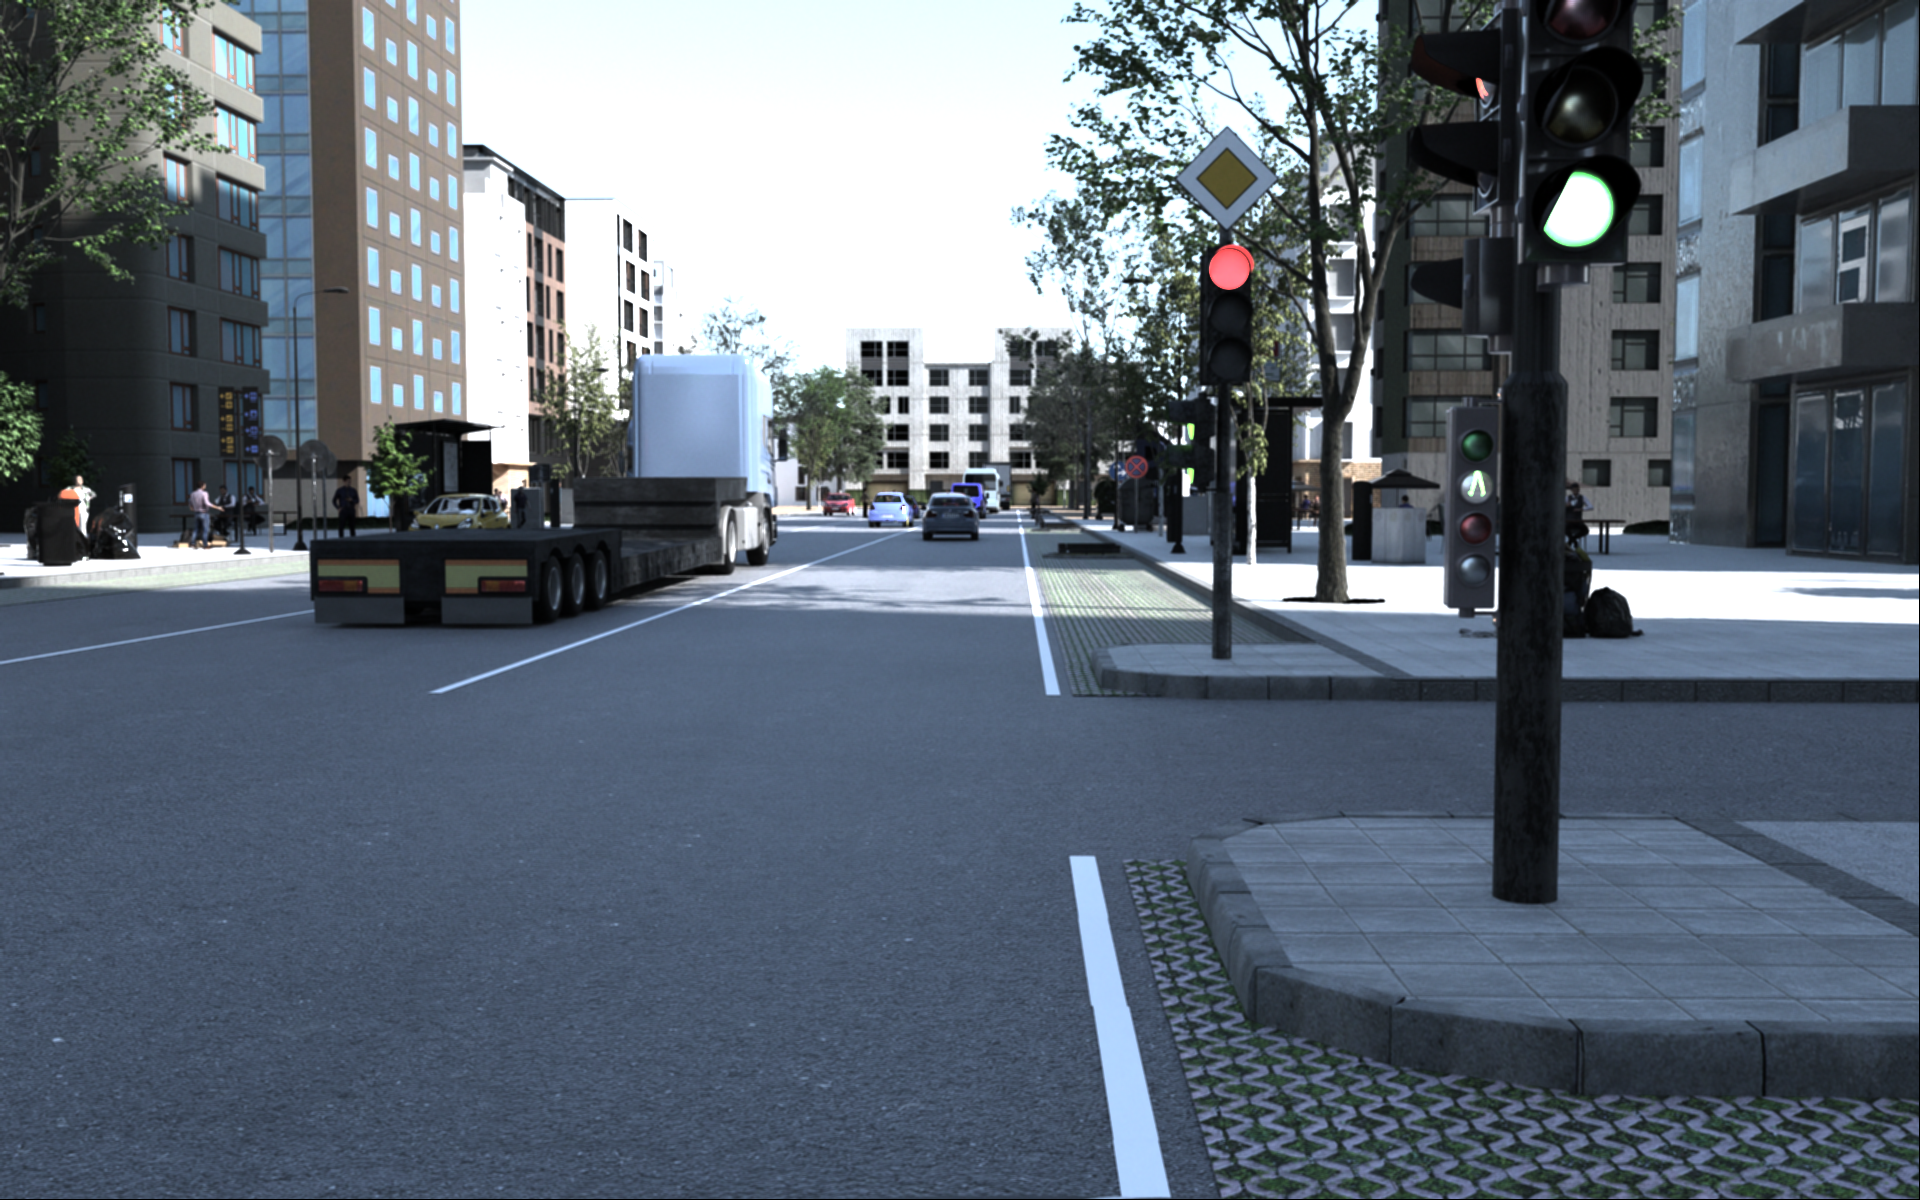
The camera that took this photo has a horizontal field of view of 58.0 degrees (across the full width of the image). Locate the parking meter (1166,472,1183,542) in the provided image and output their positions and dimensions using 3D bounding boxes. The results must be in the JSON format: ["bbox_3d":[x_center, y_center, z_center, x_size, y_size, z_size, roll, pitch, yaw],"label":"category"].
[{"bbox_3d":[5.708,-2.473,46.146,0.399,1.863,0.255,-1,4,-20],"label":"parking meter"}]

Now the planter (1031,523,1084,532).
[{"bbox_3d":[3.728,-2.772,66.459,1.991,0.319,1.994,0,4,2],"label":"planter"}]

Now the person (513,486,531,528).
[{"bbox_3d":[-14.632,-3.034,57.864,0.569,1.553,0.471,-1,4,-17],"label":"person"}]

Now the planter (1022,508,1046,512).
[{"bbox_3d":[6.123,-7.405,142.211,1.991,0.319,1.994,0,4,2],"label":"planter"}]

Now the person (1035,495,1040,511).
[{"bbox_3d":[5.426,-7.027,123.841,0.683,1.767,0.568,1,4,21],"label":"person"}]

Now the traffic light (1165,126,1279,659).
[{"bbox_3d":[2.025,-1.497,13.404,0.839,4.253,0.868,0,4,2],"label":"traffic light"}]

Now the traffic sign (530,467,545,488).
[{"bbox_3d":[-15.725,-3.814,64.483,0.606,2.300,0.079,1,4,11],"label":"traffic sign"}]

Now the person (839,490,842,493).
[{"bbox_3d":[-9.539,-7.783,136.484,0.721,1.736,1.217,-2,4,-28],"label":"person"}]

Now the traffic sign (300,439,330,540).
[{"bbox_3d":[-15.064,-2.464,40.398,0.768,2.556,0.104,0,4,4],"label":"traffic sign"}]

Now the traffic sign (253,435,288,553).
[{"bbox_3d":[-14.909,-2.283,37.436,0.768,2.556,0.104,0,4,2],"label":"traffic sign"}]

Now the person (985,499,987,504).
[{"bbox_3d":[1.608,-6.726,121.705,0.697,1.427,0.421,-2,4,-27],"label":"person"}]

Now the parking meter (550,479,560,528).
[{"bbox_3d":[-15.345,-3.663,65.604,0.255,1.863,0.399,-3,5,-39],"label":"parking meter"}]

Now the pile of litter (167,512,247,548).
[{"bbox_3d":[-18.060,-1.688,41.559,1.719,0.858,1.176,-1,4,-10],"label":"pile of litter"}]

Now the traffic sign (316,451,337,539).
[{"bbox_3d":[-18.170,-3.022,49.508,0.768,2.556,0.104,0,4,8],"label":"traffic sign"}]

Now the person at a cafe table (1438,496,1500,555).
[{"bbox_3d":[11.122,-1.598,36.990,1.726,1.238,1.698,2,4,30],"label":"person at a cafe table"}]

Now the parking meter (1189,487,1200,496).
[{"bbox_3d":[8.152,-3.167,60.186,0.372,1.533,0.369,0,3,0],"label":"parking meter"}]

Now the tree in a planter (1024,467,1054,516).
[{"bbox_3d":[5.273,-7.215,115.191,1.991,3.239,1.994,0,4,2],"label":"tree in a planter"}]

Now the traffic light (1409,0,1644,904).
[{"bbox_3d":[-0.321,-1.876,5.347,4.771,5.953,1.251,0,4,2],"label":"traffic light"}]

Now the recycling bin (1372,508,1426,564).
[{"bbox_3d":[8.120,-1.192,32.042,0.722,1.027,0.722,-2,4,-34],"label":"recycling bin"}]

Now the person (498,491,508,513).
[{"bbox_3d":[-22.228,-4.575,84.026,0.628,1.438,0.799,-2,4,-24],"label":"person"}]

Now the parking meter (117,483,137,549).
[{"bbox_3d":[-18.602,-1.852,38.689,0.372,1.533,0.369,0,3,0],"label":"parking meter"}]

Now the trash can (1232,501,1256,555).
[{"bbox_3d":[5.861,-1.522,36.530,0.748,1.137,0.748,0,3,0],"label":"trash can"}]

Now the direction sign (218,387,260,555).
[{"bbox_3d":[-15.233,-2.732,36.660,0.876,3.537,0.379,0,4,6],"label":"direction sign"}]

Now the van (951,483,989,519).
[{"bbox_3d":[0.487,-5.870,100.363,2.240,2.365,5.245,0,4,4],"label":"van"}]

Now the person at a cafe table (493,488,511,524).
[{"bbox_3d":[-19.315,-3.921,72.624,1.698,1.524,1.622,-3,4,-38],"label":"person at a cafe table"}]

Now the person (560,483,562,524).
[{"bbox_3d":[-17.083,-4.119,73.509,0.598,1.807,0.434,0,4,1],"label":"person"}]

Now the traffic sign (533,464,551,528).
[{"bbox_3d":[-14.202,-3.470,58.863,0.606,2.300,0.079,0,4,5],"label":"traffic sign"}]

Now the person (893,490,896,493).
[{"bbox_3d":[-4.731,-7.165,126.371,1.217,1.735,0.721,3,5,40],"label":"person"}]

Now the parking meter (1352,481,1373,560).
[{"bbox_3d":[7.810,-1.542,33.629,0.372,1.533,0.369,0,3,0],"label":"parking meter"}]

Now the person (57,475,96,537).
[{"bbox_3d":[-20.914,-2.098,41.066,0.841,1.734,0.376,-2,4,-34],"label":"person"}]

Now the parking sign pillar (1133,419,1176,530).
[{"bbox_3d":[7.585,-4.685,65.075,1.447,3.967,1.447,3,5,40],"label":"parking sign pillar"}]

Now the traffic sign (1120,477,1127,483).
[{"bbox_3d":[7.769,-5.040,82.513,0.768,2.556,0.104,1,4,10],"label":"traffic sign"}]

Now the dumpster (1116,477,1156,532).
[{"bbox_3d":[6.009,-3.260,59.054,1.264,1.857,1.865,0,4,2],"label":"dumpster"}]

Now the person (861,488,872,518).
[{"bbox_3d":[-5.750,-5.947,105.748,0.705,1.823,1.348,-2,4,-32],"label":"person"}]

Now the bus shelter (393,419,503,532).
[{"bbox_3d":[-16.849,-4.035,57.262,1.731,3.624,6.357,0,4,2],"label":"bus shelter"}]

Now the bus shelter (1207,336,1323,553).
[{"bbox_3d":[7.004,-3.918,41.685,2.179,5.291,8.768,0,4,2],"label":"bus shelter"}]

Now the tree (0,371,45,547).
[{"bbox_3d":[-23.766,-3.555,41.839,4.285,4.588,4.351,0,3,0],"label":"tree"}]

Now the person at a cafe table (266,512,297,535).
[{"bbox_3d":[-21.953,-2.789,54.115,1.622,1.524,1.698,3,4,36],"label":"person at a cafe table"}]

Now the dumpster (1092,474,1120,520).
[{"bbox_3d":[7.330,-5.082,85.584,1.502,2.255,1.985,0,4,2],"label":"dumpster"}]

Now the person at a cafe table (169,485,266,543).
[{"bbox_3d":[-19.767,-2.297,46.072,1.698,1.524,1.622,1,4,8],"label":"person at a cafe table"}]

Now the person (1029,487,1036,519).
[{"bbox_3d":[4.186,-5.558,99.386,0.705,1.823,1.348,1,4,12],"label":"person"}]

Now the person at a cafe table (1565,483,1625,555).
[{"bbox_3d":[13.337,-1.770,37.449,1.698,1.524,1.622,1,4,10],"label":"person at a cafe table"}]

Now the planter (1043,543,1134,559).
[{"bbox_3d":[2.862,-1.093,39.006,1.991,0.319,1.994,0,4,2],"label":"planter"}]

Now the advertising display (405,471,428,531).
[{"bbox_3d":[-15.411,-2.684,49.090,0.123,1.923,0.974,1,4,15],"label":"advertising display"}]

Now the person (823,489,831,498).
[{"bbox_3d":[-11.993,-9.292,158.647,1.217,1.739,0.721,1,4,19],"label":"person"}]

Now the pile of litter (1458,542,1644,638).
[{"bbox_3d":[5.376,-0.110,15.757,1.719,0.858,1.176,1,4,10],"label":"pile of litter"}]

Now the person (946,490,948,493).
[{"bbox_3d":[-1.232,-9.492,163.839,0.705,1.807,1.348,0,4,-7],"label":"person"}]

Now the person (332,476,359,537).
[{"bbox_3d":[-15.089,-2.197,42.666,0.576,1.737,0.504,-3,5,-44],"label":"person"}]

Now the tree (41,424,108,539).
[{"bbox_3d":[-24.333,-3.251,47.755,1.663,3.219,1.824,0,3,0],"label":"tree"}]

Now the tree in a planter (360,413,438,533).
[{"bbox_3d":[-12.702,-2.529,38.565,1.991,3.239,1.994,0,4,2],"label":"tree in a planter"}]

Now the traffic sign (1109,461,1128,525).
[{"bbox_3d":[6.156,-4.105,67.215,0.768,2.556,0.104,1,4,9],"label":"traffic sign"}]

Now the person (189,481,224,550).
[{"bbox_3d":[-17.345,-1.936,39.651,0.963,1.587,0.435,1,4,15],"label":"person"}]

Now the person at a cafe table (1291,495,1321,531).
[{"bbox_3d":[12.556,-3.108,61.682,1.698,1.238,1.726,2,4,31],"label":"person at a cafe table"}]

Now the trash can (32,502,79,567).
[{"bbox_3d":[-16.056,-1.170,30.785,0.748,1.137,0.748,0,3,0],"label":"trash can"}]

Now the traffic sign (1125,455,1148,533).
[{"bbox_3d":[5.767,-3.457,56.630,0.768,2.556,0.104,0,4,6],"label":"traffic sign"}]

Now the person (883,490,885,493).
[{"bbox_3d":[-6.800,-8.971,155.204,1.348,1.821,0.705,1,4,11],"label":"person"}]
